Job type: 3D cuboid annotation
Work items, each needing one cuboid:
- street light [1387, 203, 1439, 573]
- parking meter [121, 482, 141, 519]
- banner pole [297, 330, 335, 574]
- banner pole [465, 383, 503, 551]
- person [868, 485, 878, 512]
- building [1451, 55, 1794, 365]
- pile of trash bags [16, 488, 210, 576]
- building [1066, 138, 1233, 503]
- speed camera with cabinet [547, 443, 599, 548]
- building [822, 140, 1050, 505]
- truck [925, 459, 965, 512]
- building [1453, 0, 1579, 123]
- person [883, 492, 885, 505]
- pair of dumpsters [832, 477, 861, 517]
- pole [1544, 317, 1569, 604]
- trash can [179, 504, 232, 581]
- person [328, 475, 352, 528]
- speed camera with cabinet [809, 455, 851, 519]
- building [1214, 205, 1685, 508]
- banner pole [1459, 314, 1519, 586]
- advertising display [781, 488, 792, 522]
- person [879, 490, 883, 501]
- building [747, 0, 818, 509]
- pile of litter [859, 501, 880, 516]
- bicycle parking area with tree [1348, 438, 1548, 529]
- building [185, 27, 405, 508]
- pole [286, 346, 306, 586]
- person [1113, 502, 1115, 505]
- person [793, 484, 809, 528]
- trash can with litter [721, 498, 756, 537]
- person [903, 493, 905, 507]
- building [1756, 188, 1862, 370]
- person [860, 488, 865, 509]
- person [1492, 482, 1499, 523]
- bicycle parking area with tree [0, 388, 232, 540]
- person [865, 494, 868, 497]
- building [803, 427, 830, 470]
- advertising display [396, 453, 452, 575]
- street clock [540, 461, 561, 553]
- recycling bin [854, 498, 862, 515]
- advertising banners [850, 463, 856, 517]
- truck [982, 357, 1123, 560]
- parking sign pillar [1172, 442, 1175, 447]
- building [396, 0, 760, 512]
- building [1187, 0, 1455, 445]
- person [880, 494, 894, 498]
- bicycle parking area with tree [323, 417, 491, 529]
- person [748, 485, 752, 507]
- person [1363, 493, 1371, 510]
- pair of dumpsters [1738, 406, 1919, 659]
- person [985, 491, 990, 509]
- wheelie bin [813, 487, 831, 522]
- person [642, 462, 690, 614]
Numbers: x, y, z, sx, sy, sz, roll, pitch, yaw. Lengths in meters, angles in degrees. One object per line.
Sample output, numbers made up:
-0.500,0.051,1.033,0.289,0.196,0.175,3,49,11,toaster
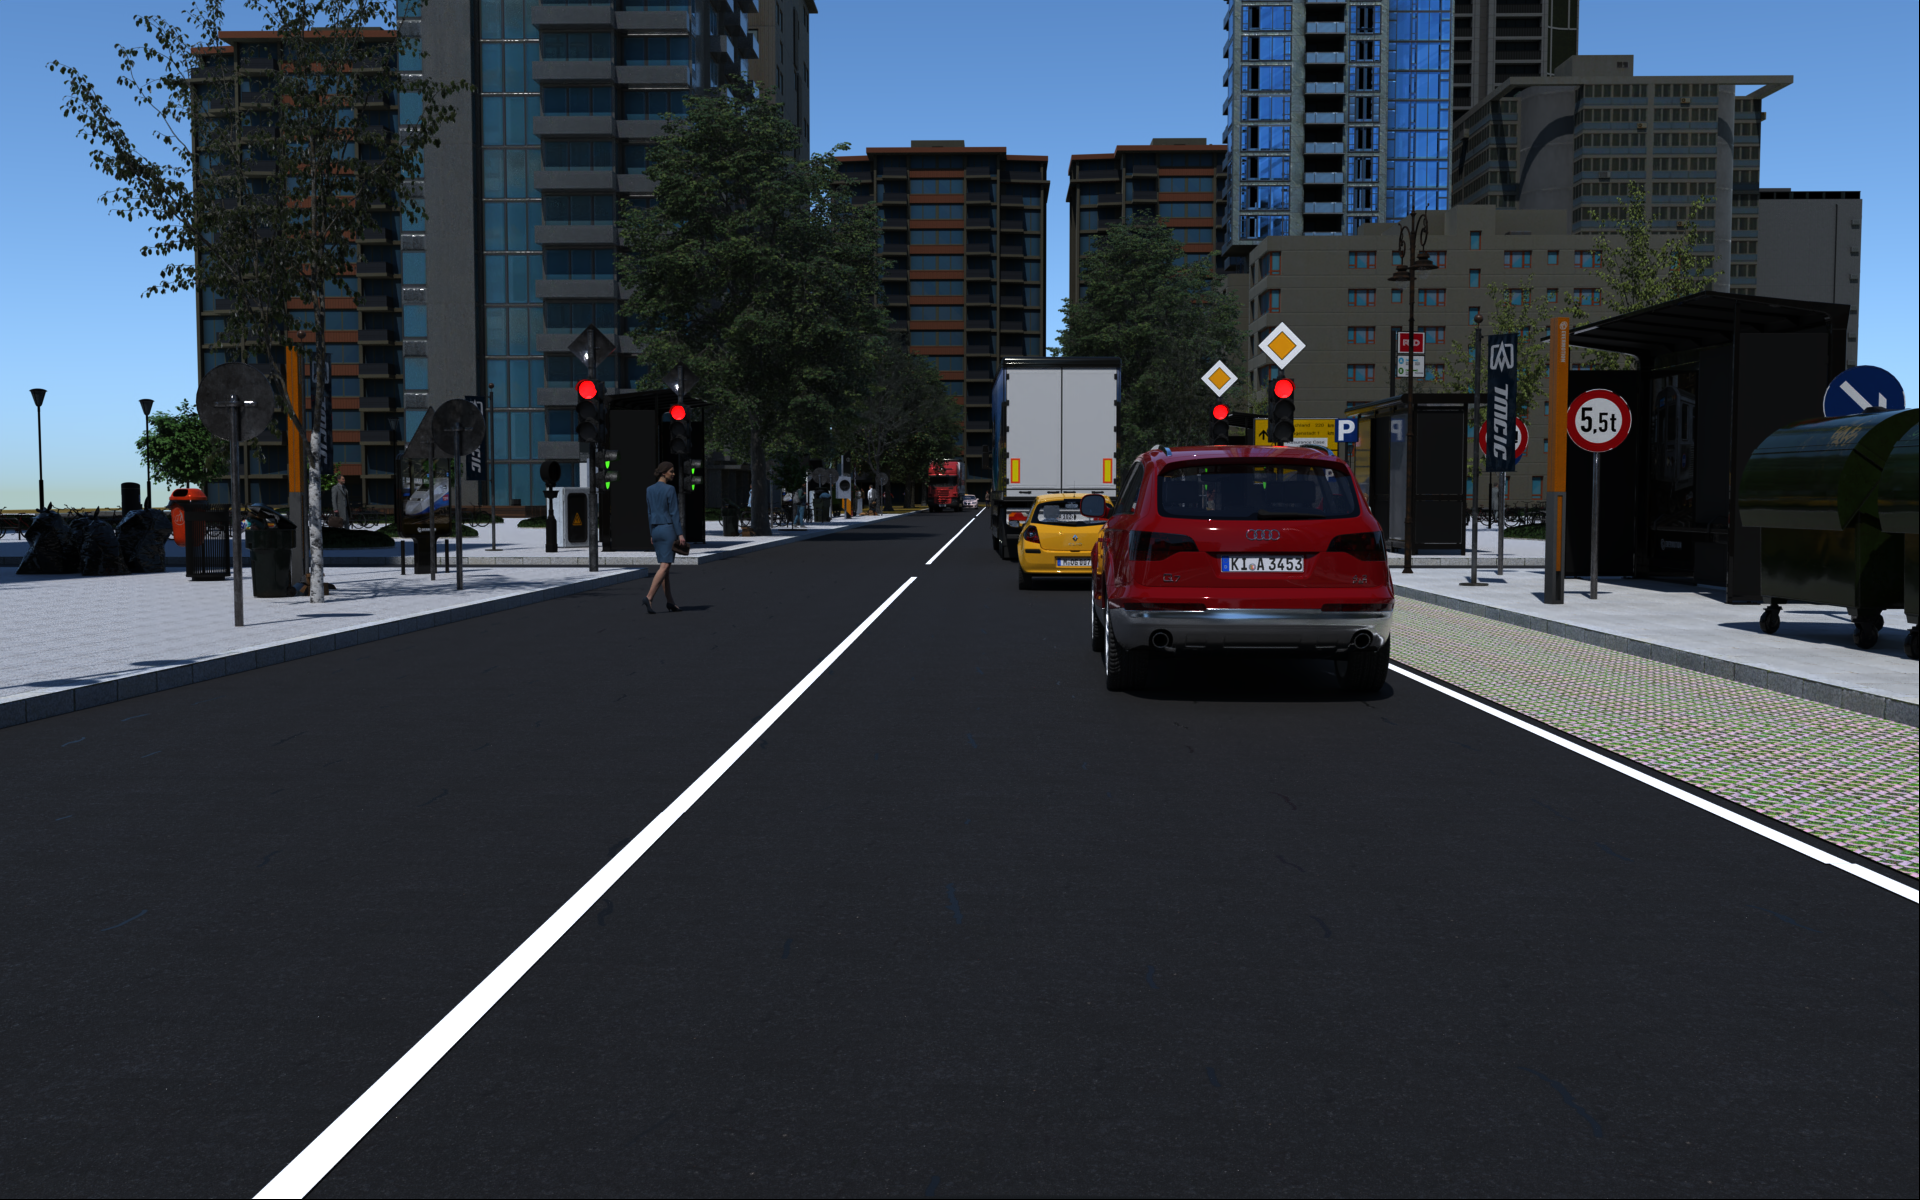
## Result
7.256,-3.370,27.896,0.468,5.910,1.993,0,4,1,street light
-17.904,-1.775,37.428,0.372,1.533,0.369,0,3,0,parking meter
-9.976,-2.249,26.792,0.401,3.779,0.863,1,4,22,banner pole
-10.736,-2.994,38.970,0.863,3.779,0.401,-3,4,-39,banner pole
-5.328,-6.093,105.757,0.679,1.850,0.850,-2,4,-31,person
57.263,-28.589,159.313,23.993,40.220,32.217,0,4,1,building
-13.475,-1.113,27.954,3.447,1.369,1.912,1,4,23,pile of trash bags
26.226,-34.333,215.970,28.867,44.769,22.147,0,4,1,building
-9.058,-2.904,41.820,0.660,3.252,2.038,2,4,31,speed camera with cabinet
-3.389,-34.411,217.249,28.867,44.769,22.147,0,4,1,building
-1.102,-9.264,140.380,2.839,4.237,11.283,0,4,3,truck
65.056,-47.446,214.001,20.611,71.187,20.563,0,4,1,building
-7.134,-9.825,167.617,0.436,1.711,0.756,-1,4,-19,person
-6.635,-5.948,99.746,1.574,2.255,4.437,0,4,1,pair of dumpsters
6.939,-1.608,20.132,0.158,3.312,0.155,0,3,0,pole
-11.157,-0.858,25.679,0.748,1.137,0.748,0,3,0,trash can
-17.103,-2.554,47.899,0.767,1.812,0.694,1,4,12,person
-6.576,-5.715,87.778,2.038,3.252,0.660,-1,4,-18,speed camera with cabinet
34.686,-17.443,130.236,27.650,21.520,28.899,0,4,1,building
7.356,-2.079,24.015,0.401,3.779,0.863,-3,4,-38,banner pole
-7.748,-4.551,79.625,0.974,1.923,0.123,-2,4,-23,advertising display
-8.618,-11.071,187.767,1.217,1.743,0.721,1,4,15,person
-28.382,-35.034,162.042,27.495,52.752,28.713,0,4,1,building
-5.405,-5.486,103.662,1.176,0.858,1.719,-1,4,-17,pile of litter
20.469,-4.874,66.690,9.016,4.147,8.231,2,4,34,bicycle parking area with tree
-56.496,-31.253,165.609,28.867,44.769,22.147,0,4,1,building
-9.198,-1.844,23.997,0.158,3.312,0.155,0,3,0,pole
11.341,-7.214,127.218,0.599,1.433,0.991,-1,4,-10,person
-5.969,-3.586,65.025,0.721,1.781,0.623,-1,4,-22,person
-6.694,-2.508,52.391,1.055,1.170,0.624,0,4,8,trash can with litter
-5.512,-10.363,175.344,0.709,1.838,0.599,3,4,38,person
76.494,-24.205,167.447,14.107,30.474,14.160,0,4,1,building
-8.472,-8.805,150.093,0.705,1.812,1.348,0,4,3,person
23.910,-4.343,77.155,0.767,1.812,0.694,-3,5,-40,person
-24.969,-3.846,49.878,9.016,4.147,8.231,1,4,19,bicycle parking area with tree
-8.341,-9.514,162.117,1.217,1.766,0.721,1,4,18,person
-32.237,-22.924,219.844,28.899,21.520,27.650,0,4,1,building
-8.596,-1.382,27.808,0.123,1.923,0.974,3,4,36,advertising display
-8.986,-2.048,38.054,0.358,2.002,0.471,1,4,23,street clock
-6.555,-5.820,107.710,0.722,1.027,0.722,2,4,32,recycling bin
-6.042,-6.114,96.159,0.090,3.025,2.074,1,4,14,advertising banners
2.031,-3.185,40.983,2.839,4.237,11.283,0,4,0,truck
10.421,-6.135,88.787,1.447,3.967,1.447,-1,4,-15,parking sign pillar
-26.825,-31.015,126.706,23.786,49.044,30.456,0,4,1,building
32.690,-51.748,158.746,22.319,86.520,31.000,0,4,1,building
-6.861,-9.621,163.277,1.348,1.831,0.705,1,4,17,person
-23.288,-4.839,66.112,8.231,4.147,9.016,3,5,42,bicycle parking area with tree
-10.616,-5.075,89.107,0.778,1.811,0.616,2,4,32,person
8.421,-1.585,36.207,0.306,1.304,0.590,0,4,2,person
7.930,-0.693,13.818,1.574,2.255,4.437,0,4,1,pair of dumpsters
2.555,-9.653,166.864,0.617,1.759,0.750,-2,4,-31,person
-6.346,-4.385,79.600,0.980,1.594,0.693,2,4,32,wheelie bin
-3.605,-0.756,20.881,0.654,1.822,0.581,-3,4,-38,person
